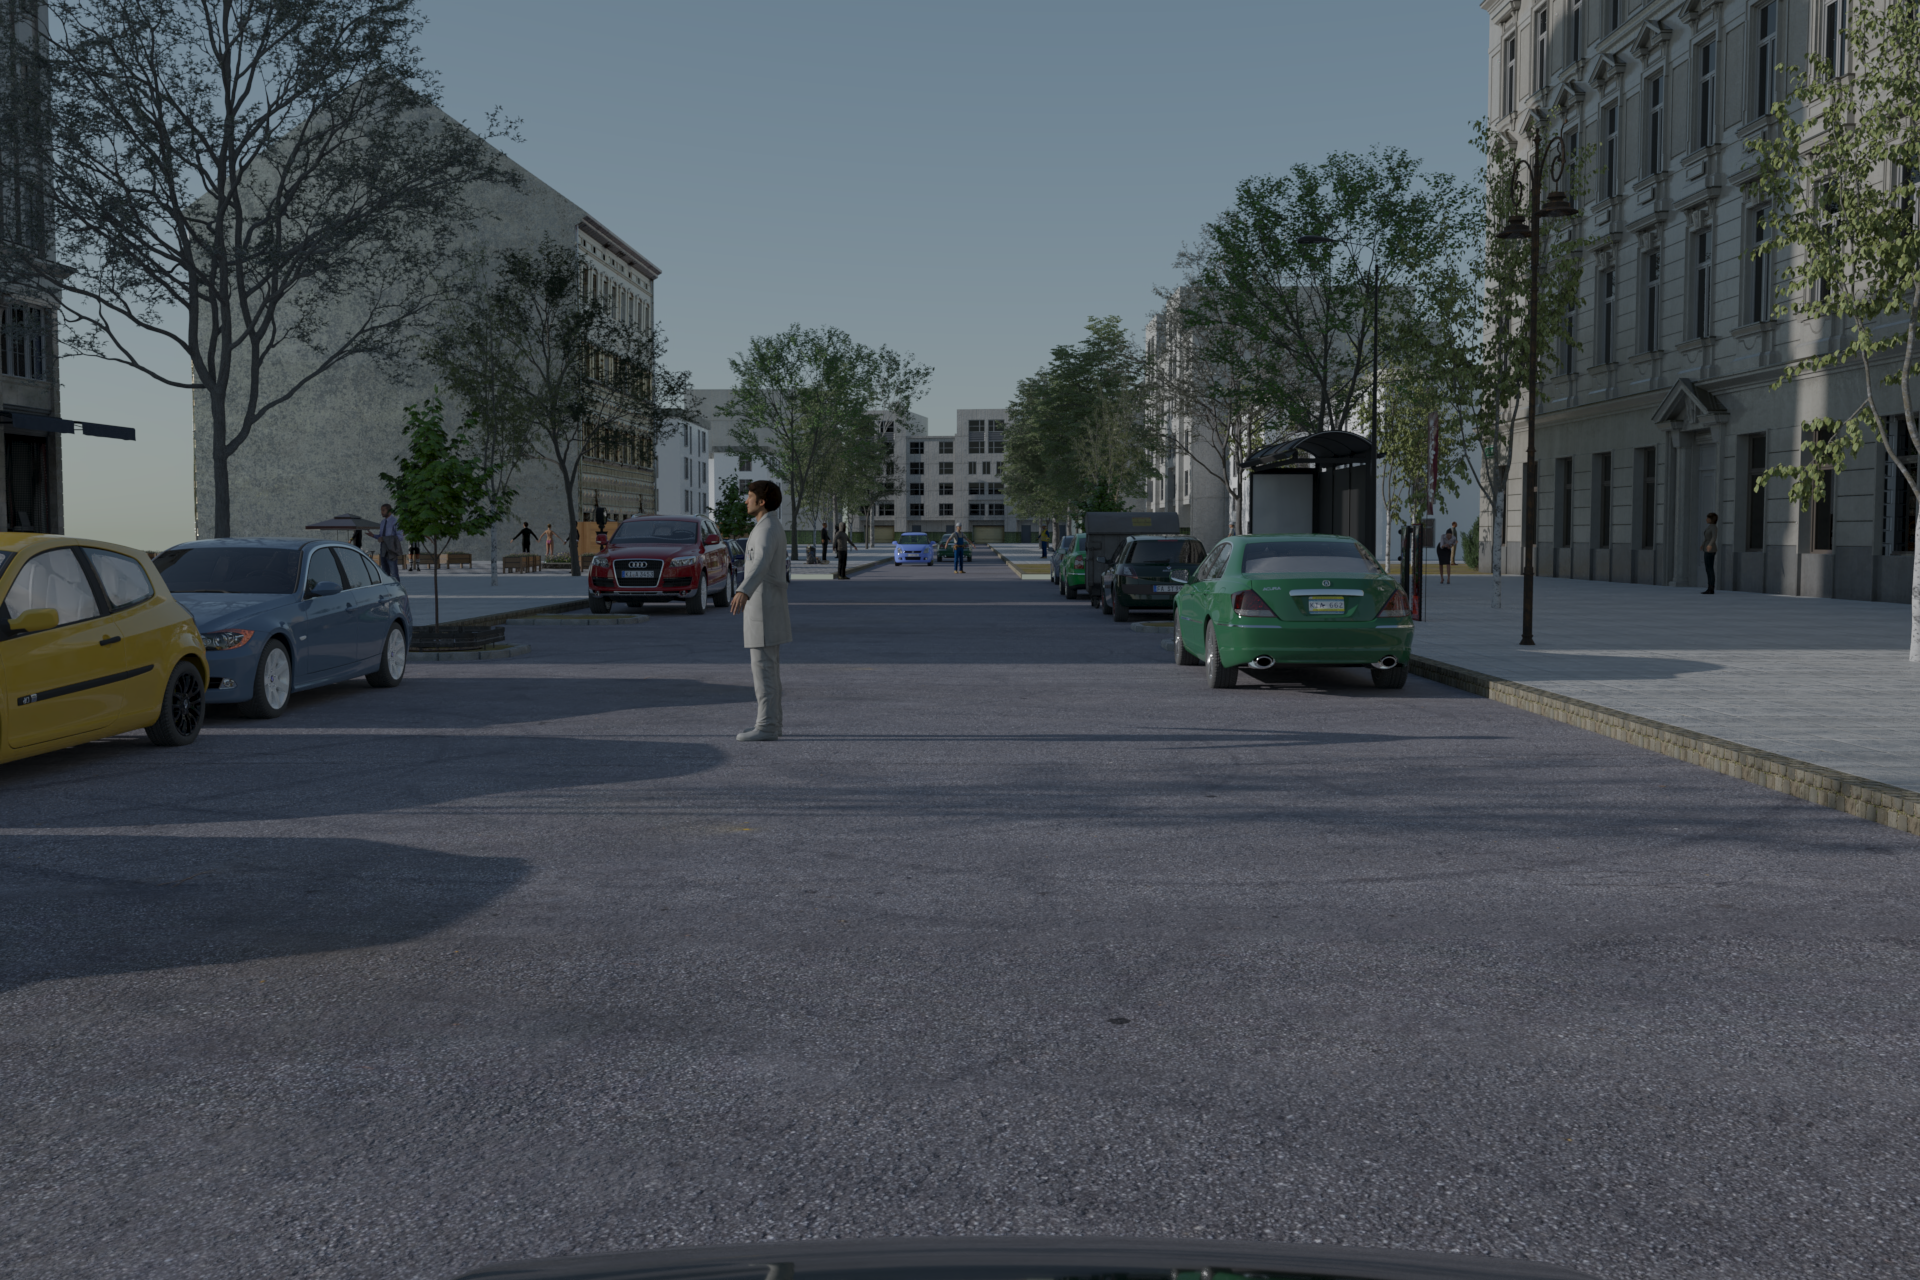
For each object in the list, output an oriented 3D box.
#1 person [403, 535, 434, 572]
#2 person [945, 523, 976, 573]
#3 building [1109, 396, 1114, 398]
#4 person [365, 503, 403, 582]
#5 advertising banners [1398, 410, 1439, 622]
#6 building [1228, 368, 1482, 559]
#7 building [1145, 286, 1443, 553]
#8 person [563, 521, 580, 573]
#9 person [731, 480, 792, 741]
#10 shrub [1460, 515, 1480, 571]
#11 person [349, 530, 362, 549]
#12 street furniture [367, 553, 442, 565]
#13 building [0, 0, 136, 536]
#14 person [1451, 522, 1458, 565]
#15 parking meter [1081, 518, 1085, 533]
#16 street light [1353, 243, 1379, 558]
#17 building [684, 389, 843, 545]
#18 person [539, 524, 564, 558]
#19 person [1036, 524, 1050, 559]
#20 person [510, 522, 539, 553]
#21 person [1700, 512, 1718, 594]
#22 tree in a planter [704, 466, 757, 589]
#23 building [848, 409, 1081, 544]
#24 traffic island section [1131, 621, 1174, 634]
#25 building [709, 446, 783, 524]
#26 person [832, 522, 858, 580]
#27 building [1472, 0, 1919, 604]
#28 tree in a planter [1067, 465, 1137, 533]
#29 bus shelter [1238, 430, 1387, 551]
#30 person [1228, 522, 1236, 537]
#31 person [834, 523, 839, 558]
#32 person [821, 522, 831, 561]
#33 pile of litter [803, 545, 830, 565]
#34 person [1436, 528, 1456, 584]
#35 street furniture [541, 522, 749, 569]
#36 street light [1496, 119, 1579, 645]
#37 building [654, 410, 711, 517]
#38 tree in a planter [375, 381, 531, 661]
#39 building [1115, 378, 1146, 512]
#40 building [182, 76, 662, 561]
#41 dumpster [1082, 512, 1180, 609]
[{"bbox_3d":[-18.727,-3.258,59.408,1.345,1.843,0.704,-1,4,-13],"label":"person"},{"bbox_3d":[-0.024,-3.358,63.224,1.347,1.847,0.705,-2,4,-35],"label":"person"},{"bbox_3d":[24.700,-22.794,229.097,16.016,20.090,11.380,0,4,1],"label":"building"},{"bbox_3d":[-10.533,-1.573,31.632,0.709,1.838,0.599,3,4,36],"label":"person"},{"bbox_3d":[6.767,-1.799,25.605,0.090,3.025,2.074,0,4,1],"label":"advertising banners"},{"bbox_3d":[22.270,-9.760,101.729,9.099,9.664,28.070,0,4,1],"label":"building"},{"bbox_3d":[24.084,-16.254,132.206,16.747,18.905,31.486,0,4,0],"label":"building"},{"bbox_3d":[-12.704,-3.053,56.637,0.721,1.740,1.216,-2,4,-32],"label":"person"},{"bbox_3d":[-1.392,-0.213,12.119,0.705,1.806,1.347,0,4,1],"label":"person"},{"bbox_3d":[18.257,-3.439,60.277,1.661,2.075,1.752,0,3,0],"label":"shrub"},{"bbox_3d":[-22.138,-3.523,63.537,0.705,1.837,1.347,0,4,-3],"label":"person"},{"bbox_3d":[-26.648,-3.552,73.705,10.072,0.657,5.734,1,4,15],"label":"street furniture"},{"bbox_3d":[-31.060,-18.184,43.428,12.429,33.558,17.177,0,4,1],"label":"building"},{"bbox_3d":[20.315,-3.967,71.129,0.705,1.796,1.348,1,4,18],"label":"person"},{"bbox_3d":[4.158,-3.102,56.422,0.399,1.863,0.255,0,4,1],"label":"parking meter"},{"bbox_3d":[7.019,-3.334,27.054,1.470,5.913,1.316,0,4,1],"label":"street light"},{"bbox_3d":[-25.044,-22.059,227.126,16.747,18.905,31.486,0,4,1],"label":"building"},{"bbox_3d":[-18.060,-4.259,76.443,1.217,1.733,0.721,1,4,17],"label":"person"},{"bbox_3d":[4.405,-5.203,91.036,0.705,1.833,1.349,-2,4,-26],"label":"person"},{"bbox_3d":[-18.507,-4.136,73.802,0.705,1.806,1.347,3,5,45],"label":"person"},{"bbox_3d":[15.930,-1.847,36.956,0.721,1.744,1.215,1,4,16],"label":"person"},{"bbox_3d":[-5.993,-2.977,45.890,1.991,3.239,1.994,0,4,1],"label":"tree in a planter"},{"bbox_3d":[0.978,-23.405,251.578,31.486,18.905,16.747,1,4,10],"label":"building"},{"bbox_3d":[3.576,-0.183,25.853,1.991,0.108,1.994,0,3,0],"label":"traffic island section"},{"bbox_3d":[-22.838,-14.502,179.257,9.099,9.664,28.070,0,3,0],"label":"building"},{"bbox_3d":[-3.668,-2.807,54.477,0.705,1.813,1.348,2,4,29],"label":"person"},{"bbox_3d":[25.228,-15.882,36.086,17.030,29.872,44.131,0,4,0],"label":"building"},{"bbox_3d":[3.698,-2.927,45.086,1.991,3.239,1.994,0,4,1],"label":"tree in a planter"},{"bbox_3d":[7.286,-2.599,36.422,2.014,3.302,5.546,0,4,0],"label":"bus shelter"},{"bbox_3d":[12.376,-4.473,78.991,0.705,1.847,1.347,2,4,24],"label":"person"},{"bbox_3d":[-6.496,-5.244,91.512,0.705,1.856,1.354,0,4,-3],"label":"person"},{"bbox_3d":[-6.039,-4.369,77.656,0.704,1.802,1.346,1,4,10],"label":"person"},{"bbox_3d":[-6.105,-3.650,73.647,1.176,0.858,1.719,0,4,0],"label":"pile of litter"},{"bbox_3d":[12.516,-2.164,44.608,0.628,1.438,0.799,-2,4,-27],"label":"person"},{"bbox_3d":[-11.554,-3.665,66.777,11.010,1.723,9.812,1,4,20],"label":"street furniture"},{"bbox_3d":[6.571,-2.880,19.884,0.468,5.910,1.993,0,4,1],"label":"street light"},{"bbox_3d":[-23.170,-11.455,129.436,9.099,9.664,28.070,0,4,0],"label":"building"},{"bbox_3d":[-6.211,-1.421,20.462,1.991,3.239,1.994,0,4,1],"label":"tree in a planter"},{"bbox_3d":[27.346,-22.895,205.254,19.493,23.208,18.063,0,4,1],"label":"building"},{"bbox_3d":[-27.058,-15.902,90.928,19.493,23.208,18.063,0,4,1],"label":"building"},{"bbox_3d":[3.330,-1.559,33.710,1.865,1.857,1.264,0,4,1],"label":"dumpster"}]
